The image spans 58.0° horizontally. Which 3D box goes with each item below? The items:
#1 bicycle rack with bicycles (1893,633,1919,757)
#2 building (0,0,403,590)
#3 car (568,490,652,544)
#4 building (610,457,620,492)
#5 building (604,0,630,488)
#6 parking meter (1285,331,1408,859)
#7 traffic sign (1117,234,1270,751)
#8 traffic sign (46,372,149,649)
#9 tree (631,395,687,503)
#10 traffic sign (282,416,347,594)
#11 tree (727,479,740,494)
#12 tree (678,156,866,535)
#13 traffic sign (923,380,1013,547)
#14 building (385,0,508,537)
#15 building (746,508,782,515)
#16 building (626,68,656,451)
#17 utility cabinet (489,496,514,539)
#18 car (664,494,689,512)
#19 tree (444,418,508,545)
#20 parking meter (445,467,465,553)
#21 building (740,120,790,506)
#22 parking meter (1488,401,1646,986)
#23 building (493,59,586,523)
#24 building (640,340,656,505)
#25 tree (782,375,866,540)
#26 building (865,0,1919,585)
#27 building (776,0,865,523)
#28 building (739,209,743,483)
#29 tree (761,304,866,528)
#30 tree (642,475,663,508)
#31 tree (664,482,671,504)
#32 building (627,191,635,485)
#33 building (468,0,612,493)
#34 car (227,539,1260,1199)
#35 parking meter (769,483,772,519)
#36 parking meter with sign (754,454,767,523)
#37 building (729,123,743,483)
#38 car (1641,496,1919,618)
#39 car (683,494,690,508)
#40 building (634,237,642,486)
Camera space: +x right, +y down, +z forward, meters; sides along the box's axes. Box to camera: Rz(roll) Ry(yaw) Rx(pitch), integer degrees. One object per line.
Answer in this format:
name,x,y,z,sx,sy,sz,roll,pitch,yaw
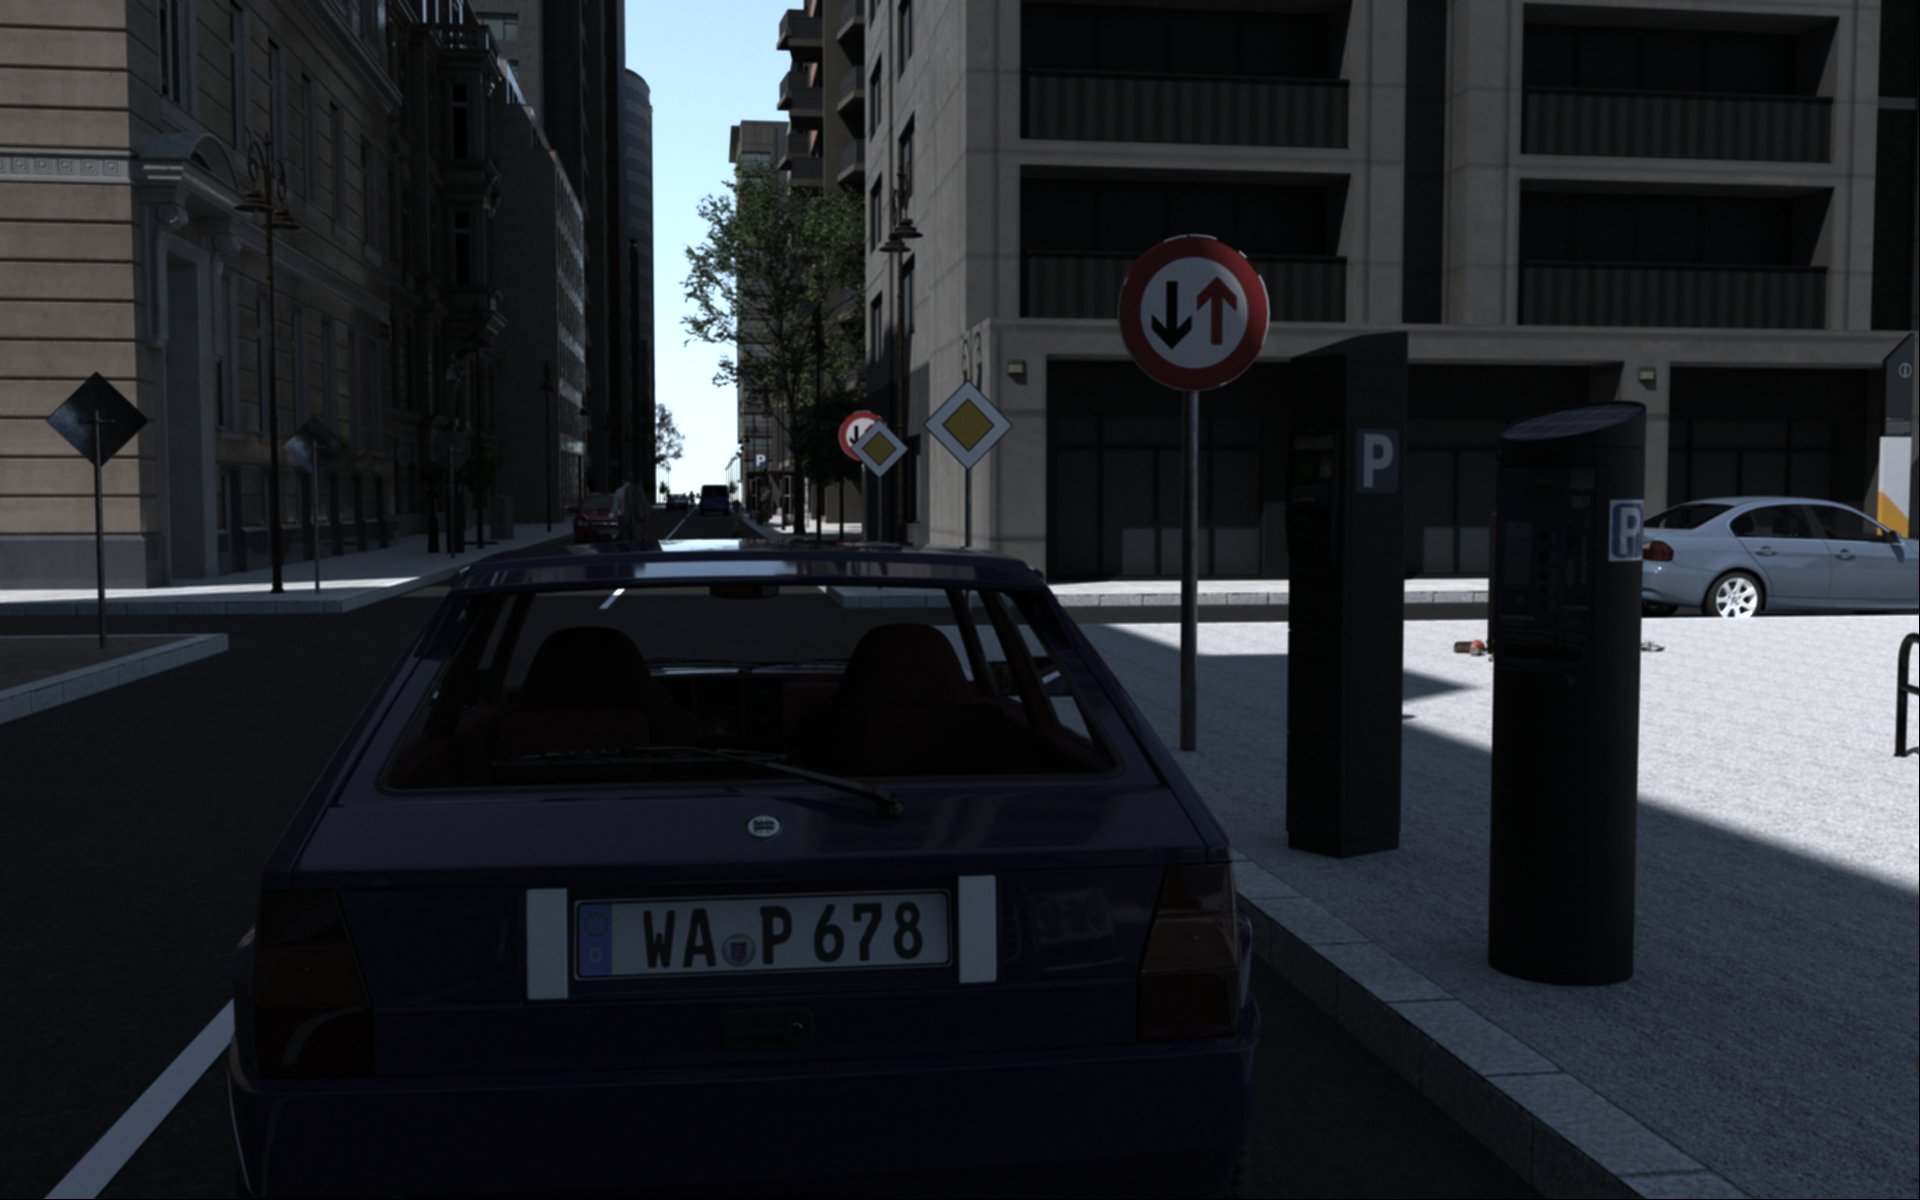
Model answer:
bicycle rack with bicycles,5.474,0.356,7.562,2.852,0.926,2.925,1,4,11
building,-18.540,-15.004,31.225,13.634,28.700,20.117,-1,4,-8
car,-9.180,-2.230,45.504,2.155,1.783,4.494,-1,4,-10
building,-34.181,-41.550,117.595,20.563,71.187,20.611,-1,4,-8
building,-33.456,-29.721,136.046,14.600,45.320,14.200,-1,4,-8
parking meter,1.381,-0.031,6.213,0.399,1.863,0.255,-3,4,-36
traffic sign,1.143,-0.519,8.599,0.768,2.556,0.104,0,4,-8
traffic sign,-7.103,-0.652,14.298,0.795,2.450,0.064,-1,4,-8
tree,-29.585,-14.018,163.600,8.767,10.594,7.601,0,4,5
traffic sign,-8.255,-1.135,22.200,0.795,2.450,0.064,-1,4,-8
tree,-28.515,-13.546,216.078,1.663,3.219,1.824,0,3,0
tree,-5.242,-7.874,54.498,9.928,11.665,9.643,0,3,0
traffic sign,0.068,-0.714,15.320,0.795,2.450,0.064,-1,4,-8
building,-22.961,-14.635,58.364,14.460,24.649,34.723,-1,4,-8
building,-0.776,-27.267,137.697,32.217,40.220,23.993,-1,4,-8
building,-52.567,-42.388,235.040,21.231,58.520,28.212,-1,4,-8
utility cabinet,-13.076,-2.337,49.376,0.306,1.237,1.020,-3,4,-38
car,-23.346,-8.129,142.700,2.009,1.686,4.222,-1,4,-9
tree,-12.518,-3.045,44.386,1.663,3.219,1.824,0,3,0
parking meter,-11.035,-1.964,37.830,0.255,1.863,0.399,1,4,12
building,-17.369,-31.183,193.441,14.154,41.232,14.086,-1,4,-8
parking meter,1.625,0.230,4.648,0.372,1.533,0.369,0,3,0
building,-24.203,-14.042,84.331,10.420,20.320,16.860,-1,4,-8
building,-50.836,-22.136,206.962,27.650,21.520,28.899,-1,4,-8
tree,-3.356,-3.913,47.697,4.285,4.588,4.351,0,3,0
building,9.138,-36.409,33.543,20.611,71.187,20.563,-1,4,-8
building,2.470,-26.247,83.769,22.147,44.769,28.867,-1,4,-8
building,-16.116,-34.285,215.177,22.147,44.769,28.867,-1,4,-8
tree,-5.569,-7.032,65.330,4.737,8.622,4.395,0,3,0
tree,-28.706,-10.034,158.651,1.663,3.219,1.824,0,3,0
tree,-38.918,-14.204,226.834,1.663,3.219,1.824,0,3,0
building,-36.151,-23.187,150.801,14.160,30.474,14.107,-1,4,-8
building,-28.281,-25.581,101.849,14.154,41.232,14.086,-1,4,-8
car,-0.546,0.498,4.442,1.945,1.354,3.894,0,4,-8
parking meter,-9.855,-5.088,88.899,0.399,1.863,0.255,0,4,0
parking meter with sign,-8.722,-4.883,76.099,0.543,3.016,1.738,0,4,-5
building,-17.685,-40.013,243.451,28.713,52.752,27.495,-1,4,-8
car,9.370,-0.454,19.429,4.499,1.417,2.014,-1,4,-9
car,-29.980,-10.641,185.785,2.131,1.459,4.920,0,4,-7
building,-41.749,-25.359,186.320,14.160,30.474,14.107,-1,4,-8
